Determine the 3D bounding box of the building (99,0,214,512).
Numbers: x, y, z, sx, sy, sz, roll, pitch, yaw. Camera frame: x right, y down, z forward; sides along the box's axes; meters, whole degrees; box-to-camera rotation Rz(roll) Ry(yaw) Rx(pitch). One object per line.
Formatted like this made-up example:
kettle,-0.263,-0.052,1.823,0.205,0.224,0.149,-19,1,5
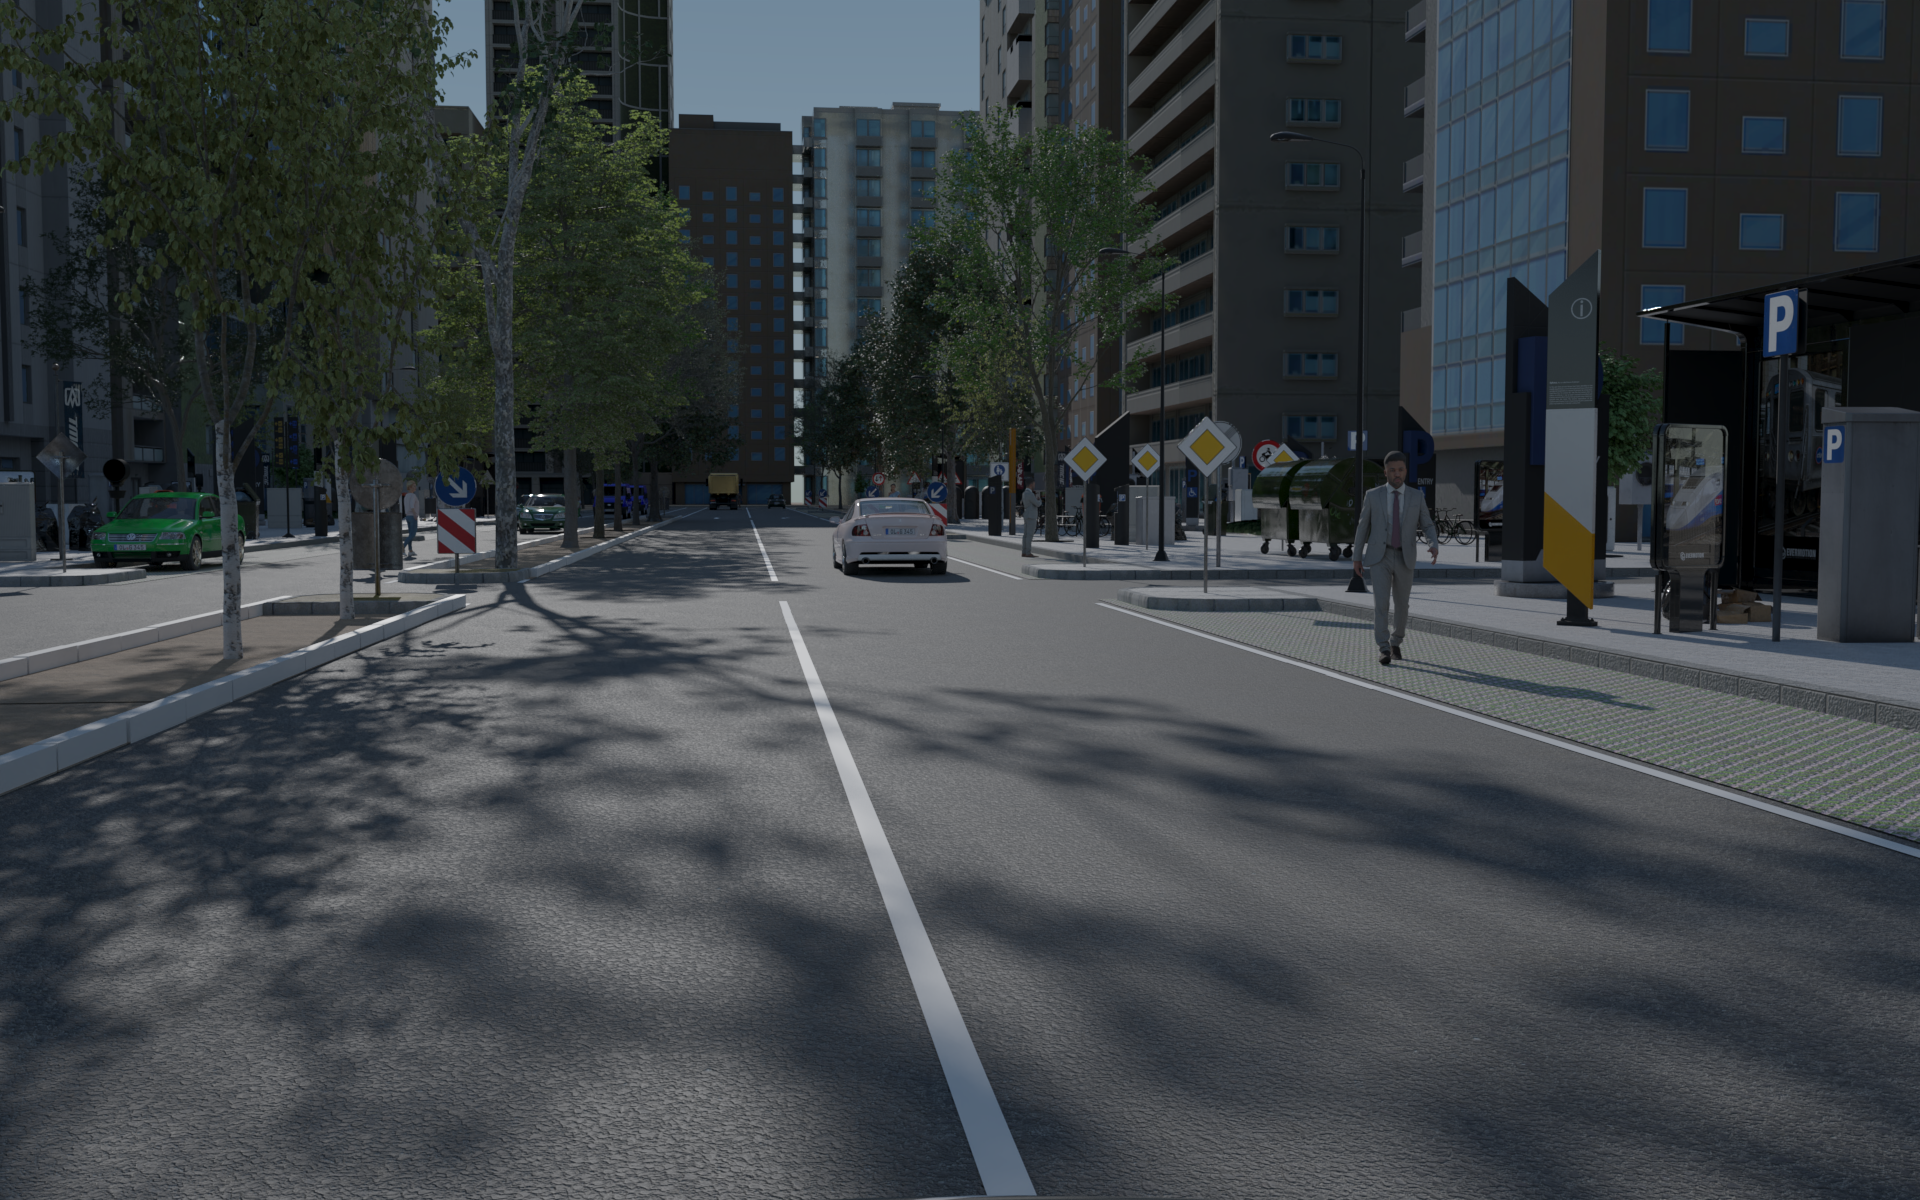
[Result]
building,-46.826,-24.590,85.647,14.154,41.232,14.086,0,4,-7

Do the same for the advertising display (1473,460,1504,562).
advertising display,10.104,-1.685,32.769,0.974,1.923,0.123,-2,4,-31

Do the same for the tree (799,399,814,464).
tree,-5.361,-12.061,114.208,9.611,12.733,9.660,0,3,0

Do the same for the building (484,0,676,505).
building,-44.933,-47.065,207.760,20.611,71.187,20.563,0,4,-7

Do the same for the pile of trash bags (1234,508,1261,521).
pile of trash bags,10.891,-3.415,65.583,3.447,1.369,1.912,-1,4,-19

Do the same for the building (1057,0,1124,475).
building,14.859,-28.702,119.387,14.600,45.320,14.200,0,4,-7

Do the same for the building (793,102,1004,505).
building,-5.672,-36.395,214.667,30.456,49.044,23.786,0,4,-7

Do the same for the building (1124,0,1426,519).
building,21.590,-28.746,93.706,21.300,48.544,21.600,0,4,-7

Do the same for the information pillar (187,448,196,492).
information pillar,-38.946,-5.897,87.767,0.504,3.616,0.183,2,4,28

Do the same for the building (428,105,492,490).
building,-67.229,-35.617,206.031,21.600,48.544,21.300,0,4,-7

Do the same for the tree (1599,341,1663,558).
tree,12.939,-3.162,35.406,4.285,4.588,4.351,0,3,0

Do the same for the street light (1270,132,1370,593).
street light,4.669,-3.053,22.453,1.470,5.913,1.316,0,4,-7

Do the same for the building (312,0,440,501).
building,-59.938,-34.078,146.407,27.495,52.752,28.713,0,4,-7

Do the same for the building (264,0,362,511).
building,-52.822,-48.981,113.507,22.319,86.520,31.000,0,4,-7

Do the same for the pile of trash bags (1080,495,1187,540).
pile of trash bags,4.716,-2.365,48.428,1.912,1.369,3.447,-3,5,-45

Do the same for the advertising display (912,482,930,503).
advertising display,-2.054,-5.287,91.655,0.974,1.923,0.123,-2,4,-23

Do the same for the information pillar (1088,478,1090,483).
information pillar,6.094,-4.630,80.186,0.304,2.012,0.304,0,4,7

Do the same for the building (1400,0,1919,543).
building,22.807,-24.562,51.694,14.200,45.320,14.600,0,4,-7

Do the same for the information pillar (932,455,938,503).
information pillar,-1.190,-5.509,81.425,0.183,3.616,0.504,2,4,24

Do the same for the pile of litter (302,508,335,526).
pile of litter,-26.006,-3.424,69.947,1.176,0.858,1.719,3,5,41

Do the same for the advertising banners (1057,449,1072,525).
advertising banners,4.088,-4.338,67.107,0.090,3.025,2.074,1,4,20

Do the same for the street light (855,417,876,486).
street light,-5.621,-8.034,103.890,1.470,5.913,1.316,0,4,-7

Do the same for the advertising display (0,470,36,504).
advertising display,-25.466,-2.539,46.720,0.974,1.923,0.123,-2,4,-34

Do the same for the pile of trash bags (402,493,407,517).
pile of trash bags,-31.519,-5.361,97.404,1.912,1.369,3.447,0,4,-7

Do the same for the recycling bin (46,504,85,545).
recycling bin,-22.782,-1.938,44.246,0.722,1.027,0.722,1,4,14

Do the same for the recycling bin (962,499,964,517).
recycling bin,-0.261,-5.230,98.065,0.722,1.027,0.722,3,5,41

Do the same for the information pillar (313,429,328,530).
information pillar,-23.124,-4.346,62.409,0.183,3.616,0.504,0,4,6

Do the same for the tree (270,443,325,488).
tree,-38.230,-7.072,99.348,4.285,4.588,4.351,0,3,0

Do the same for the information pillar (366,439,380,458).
information pillar,-20.892,-4.298,61.626,0.504,3.616,0.183,0,4,-2

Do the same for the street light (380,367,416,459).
street light,-20.582,-5.554,63.355,1.470,5.913,1.316,0,4,-7

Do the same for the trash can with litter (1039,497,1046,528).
trash can with litter,3.171,-3.276,64.945,0.624,1.170,1.055,0,4,5

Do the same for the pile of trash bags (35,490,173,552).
pile of trash bags,-19.639,-1.814,39.409,3.447,1.369,1.912,-1,4,-22

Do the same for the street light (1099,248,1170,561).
street light,3.315,-3.692,32.903,1.470,5.913,1.316,0,4,-7

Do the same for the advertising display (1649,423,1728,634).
advertising display,6.754,-0.663,16.058,0.974,1.923,0.123,-2,4,-33

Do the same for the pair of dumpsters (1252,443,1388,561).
pair of dumpsters,7.290,-1.988,35.004,1.574,2.255,4.437,0,4,-7

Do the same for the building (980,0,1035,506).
building,16.788,-34.661,155.949,28.713,52.752,27.495,0,4,-7

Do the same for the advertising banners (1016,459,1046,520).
advertising banners,3.569,-5.478,85.755,2.074,3.025,0.090,-2,4,-33

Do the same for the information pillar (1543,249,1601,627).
information pillar,5.953,-1.558,16.828,0.504,3.616,0.183,3,4,38

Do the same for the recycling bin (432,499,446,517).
recycling bin,-29.402,-5.205,97.655,0.722,1.027,0.722,-1,4,-12

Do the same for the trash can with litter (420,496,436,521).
trash can with litter,-24.692,-4.341,82.036,2.233,1.210,1.678,-1,4,-9

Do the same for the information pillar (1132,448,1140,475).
information pillar,8.928,-5.903,87.865,0.504,3.616,0.183,-2,4,-33

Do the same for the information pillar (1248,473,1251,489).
information pillar,10.064,-3.472,61.263,0.304,2.012,0.304,-3,5,-42

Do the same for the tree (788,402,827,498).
tree,-14.360,-15.594,180.713,9.928,11.665,9.643,0,3,0

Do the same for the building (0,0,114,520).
building,-44.330,-31.444,56.109,21.231,58.520,28.212,0,4,-7

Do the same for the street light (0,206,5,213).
street light,-16.037,-3.385,27.886,1.470,5.913,1.316,0,4,-7

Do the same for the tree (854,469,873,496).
tree,-7.566,-8.310,130.463,1.663,3.219,1.824,0,3,0

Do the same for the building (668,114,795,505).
building,-27.323,-34.123,208.018,14.200,45.320,14.600,0,4,-7

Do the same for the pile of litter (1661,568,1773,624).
pile of litter,7.852,-0.235,17.804,1.719,0.858,1.176,-3,4,-39

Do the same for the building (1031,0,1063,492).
building,12.396,-27.513,133.430,14.154,41.232,14.086,0,4,-7

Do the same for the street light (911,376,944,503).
street light,-1.215,-5.849,68.171,1.470,5.913,1.316,0,4,-7

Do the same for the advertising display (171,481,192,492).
advertising display,-38.700,-4.949,86.126,0.974,1.923,0.123,0,4,-4

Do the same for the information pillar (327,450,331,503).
information pillar,-33.755,-6.186,92.500,0.183,3.616,0.504,1,4,9

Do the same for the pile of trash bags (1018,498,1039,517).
pile of trash bags,4.854,-5.327,96.841,3.447,1.369,1.912,1,4,14
